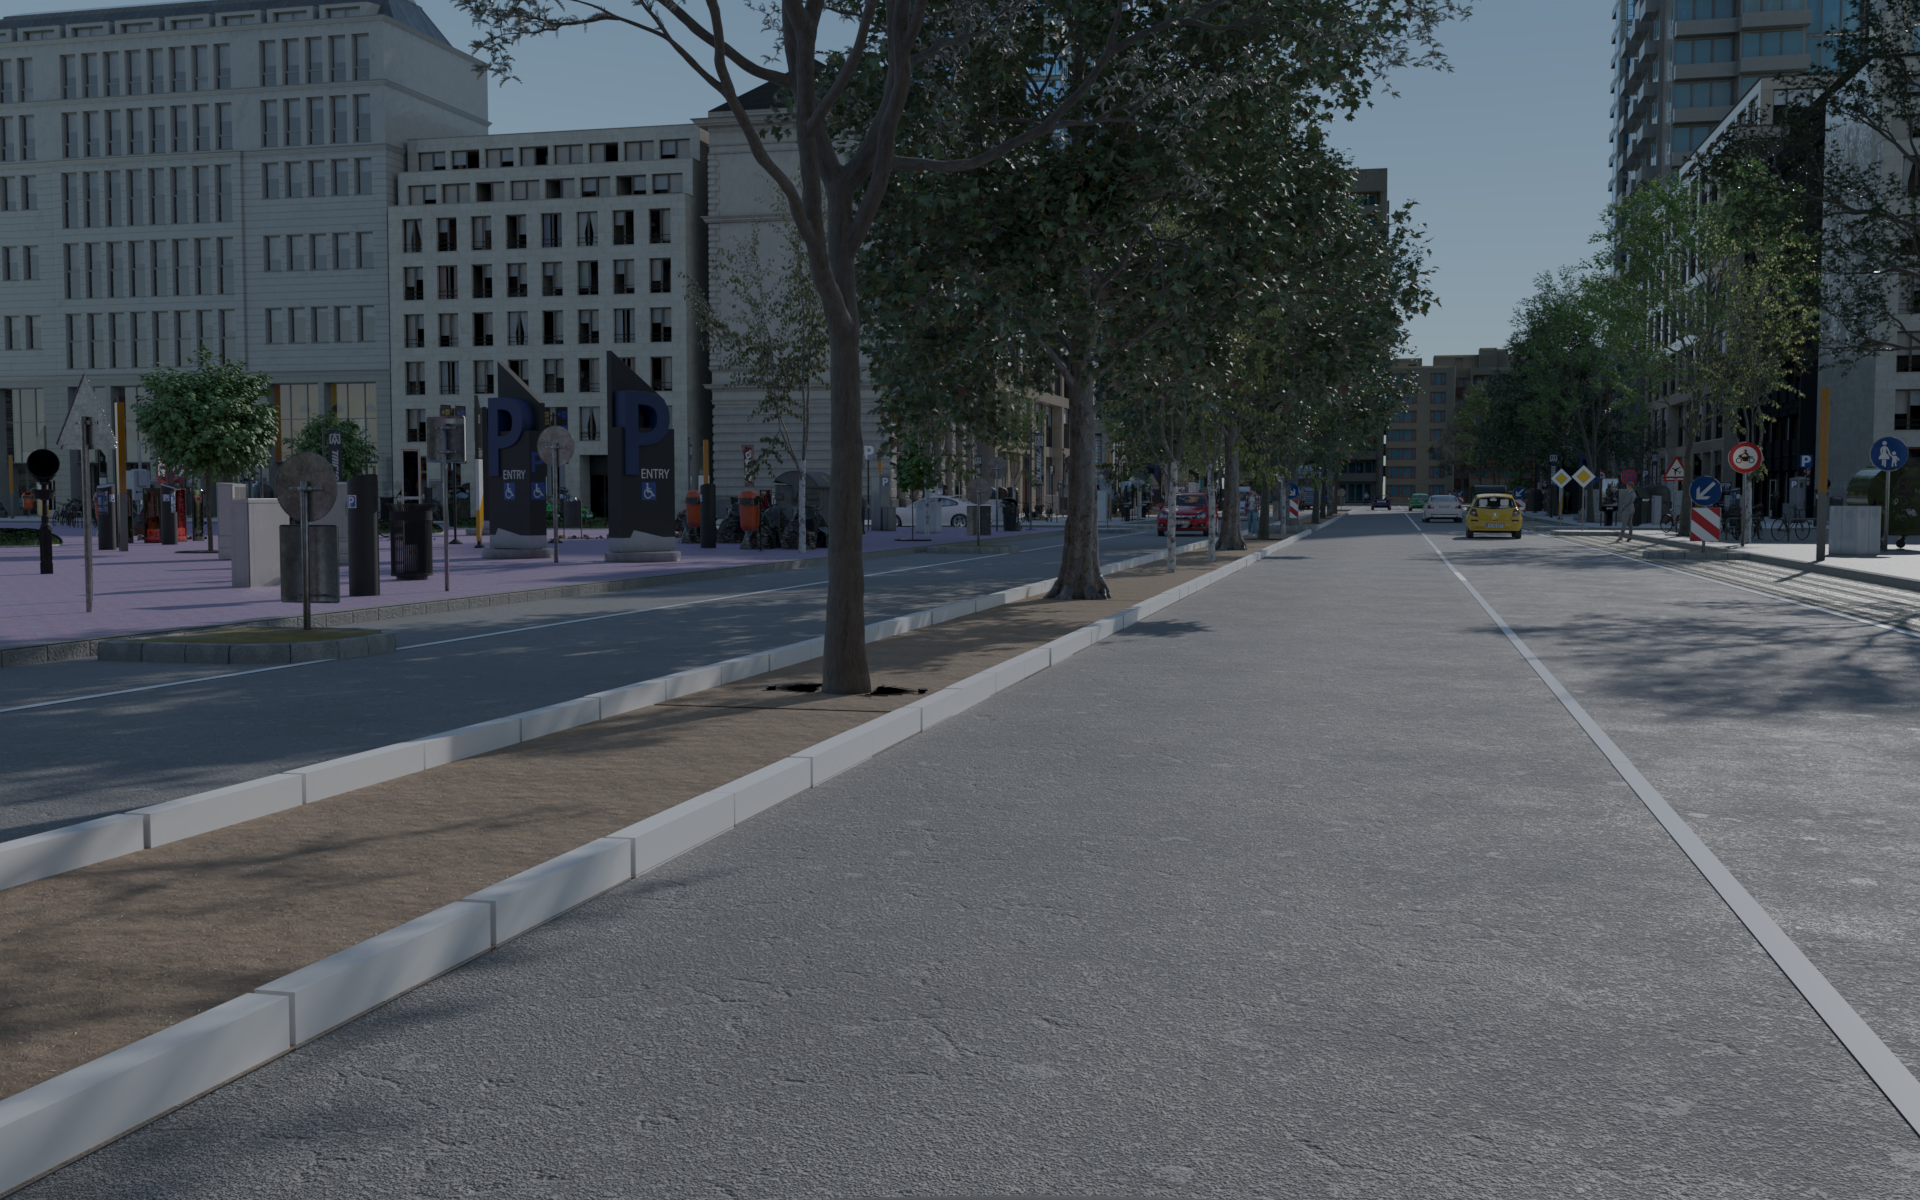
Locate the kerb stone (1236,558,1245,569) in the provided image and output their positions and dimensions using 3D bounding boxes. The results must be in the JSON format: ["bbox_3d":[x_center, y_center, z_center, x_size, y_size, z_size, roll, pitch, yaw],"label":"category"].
[{"bbox_3d":[5.251,-0.651,32.839,0.120,0.150,1.000,1,4,14],"label":"kerb stone"}]

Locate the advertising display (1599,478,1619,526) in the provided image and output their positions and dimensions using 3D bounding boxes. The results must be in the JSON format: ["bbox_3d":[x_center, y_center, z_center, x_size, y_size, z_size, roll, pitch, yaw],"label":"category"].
[{"bbox_3d":[25.895,-3.908,69.116,0.974,1.923,0.123,-2,4,-28],"label":"advertising display"}]

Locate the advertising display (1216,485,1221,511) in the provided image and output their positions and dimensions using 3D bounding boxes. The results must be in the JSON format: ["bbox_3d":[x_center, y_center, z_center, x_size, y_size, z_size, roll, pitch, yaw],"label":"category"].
[{"bbox_3d":[19.149,-7.528,128.299,0.123,1.923,0.974,-1,4,-10],"label":"advertising display"}]

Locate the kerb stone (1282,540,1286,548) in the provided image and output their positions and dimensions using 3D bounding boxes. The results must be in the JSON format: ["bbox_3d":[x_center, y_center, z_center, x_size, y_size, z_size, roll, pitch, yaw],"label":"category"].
[{"bbox_3d":[8.453,-1.442,45.778,0.120,0.150,1.000,1,4,14],"label":"kerb stone"}]

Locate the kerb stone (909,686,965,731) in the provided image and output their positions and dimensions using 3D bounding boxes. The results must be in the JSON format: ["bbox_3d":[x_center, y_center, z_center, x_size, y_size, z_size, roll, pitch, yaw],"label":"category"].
[{"bbox_3d":[-0.164,0.692,10.942,0.120,0.150,1.000,1,4,14],"label":"kerb stone"}]

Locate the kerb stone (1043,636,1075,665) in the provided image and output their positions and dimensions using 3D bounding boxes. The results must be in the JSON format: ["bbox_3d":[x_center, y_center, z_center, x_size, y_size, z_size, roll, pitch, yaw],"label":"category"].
[{"bbox_3d":[0.824,0.445,14.929,0.120,0.150,1.000,1,4,14],"label":"kerb stone"}]

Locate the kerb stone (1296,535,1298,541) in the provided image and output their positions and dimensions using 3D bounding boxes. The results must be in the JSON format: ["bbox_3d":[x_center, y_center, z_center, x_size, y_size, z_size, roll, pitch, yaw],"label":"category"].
[{"bbox_3d":[9.931,-1.807,51.758,0.120,0.150,1.000,1,4,14],"label":"kerb stone"}]

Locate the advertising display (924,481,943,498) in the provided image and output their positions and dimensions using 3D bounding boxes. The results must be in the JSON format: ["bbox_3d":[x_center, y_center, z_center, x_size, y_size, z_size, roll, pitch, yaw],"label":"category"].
[{"bbox_3d":[-1.244,-4.669,81.558,0.974,1.923,0.123,-2,4,-25],"label":"advertising display"}]

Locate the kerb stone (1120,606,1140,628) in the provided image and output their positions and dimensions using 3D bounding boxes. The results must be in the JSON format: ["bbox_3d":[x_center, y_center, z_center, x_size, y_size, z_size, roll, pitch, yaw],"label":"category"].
[{"bbox_3d":[1.805,0.201,18.908,0.120,0.150,1.000,1,4,14],"label":"kerb stone"}]

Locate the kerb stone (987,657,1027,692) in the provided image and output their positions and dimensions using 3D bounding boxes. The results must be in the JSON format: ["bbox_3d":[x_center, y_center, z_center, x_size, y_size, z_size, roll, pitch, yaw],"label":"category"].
[{"bbox_3d":[0.321,0.567,12.930,0.120,0.150,1.000,1,4,14],"label":"kerb stone"}]

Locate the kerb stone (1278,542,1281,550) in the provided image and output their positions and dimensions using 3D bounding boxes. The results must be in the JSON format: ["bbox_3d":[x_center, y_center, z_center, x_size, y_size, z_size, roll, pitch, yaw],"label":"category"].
[{"bbox_3d":[7.952,-1.321,43.788,0.120,0.150,1.000,1,4,14],"label":"kerb stone"}]

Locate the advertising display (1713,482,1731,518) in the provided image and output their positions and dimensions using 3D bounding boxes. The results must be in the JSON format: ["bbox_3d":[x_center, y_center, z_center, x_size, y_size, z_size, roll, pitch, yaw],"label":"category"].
[{"bbox_3d":[41.479,-5.448,94.288,0.974,1.923,0.123,0,4,-5],"label":"advertising display"}]

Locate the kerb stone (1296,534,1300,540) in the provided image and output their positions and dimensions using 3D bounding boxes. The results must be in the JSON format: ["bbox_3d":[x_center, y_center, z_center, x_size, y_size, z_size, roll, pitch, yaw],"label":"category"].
[{"bbox_3d":[10.177,-1.868,52.750,0.120,0.150,1.000,1,4,14],"label":"kerb stone"}]

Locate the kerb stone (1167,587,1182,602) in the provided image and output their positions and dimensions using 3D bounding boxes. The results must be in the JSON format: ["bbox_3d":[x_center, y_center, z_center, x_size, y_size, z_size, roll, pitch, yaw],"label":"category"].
[{"bbox_3d":[2.782,-0.043,22.894,0.120,0.150,1.000,1,4,14],"label":"kerb stone"}]

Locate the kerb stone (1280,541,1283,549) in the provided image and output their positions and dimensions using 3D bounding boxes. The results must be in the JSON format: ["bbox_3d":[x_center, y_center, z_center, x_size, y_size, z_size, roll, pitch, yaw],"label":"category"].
[{"bbox_3d":[8.208,-1.376,44.786,0.120,0.150,1.000,1,4,14],"label":"kerb stone"}]

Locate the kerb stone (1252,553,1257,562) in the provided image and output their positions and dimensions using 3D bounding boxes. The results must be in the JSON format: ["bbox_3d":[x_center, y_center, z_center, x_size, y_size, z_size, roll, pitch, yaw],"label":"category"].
[{"bbox_3d":[5.992,-0.831,35.821,0.120,0.150,1.000,1,4,14],"label":"kerb stone"}]

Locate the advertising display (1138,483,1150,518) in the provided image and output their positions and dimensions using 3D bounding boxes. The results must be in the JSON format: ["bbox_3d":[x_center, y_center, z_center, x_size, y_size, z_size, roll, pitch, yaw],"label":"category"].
[{"bbox_3d":[9.835,-5.370,93.019,0.974,1.923,0.123,-3,4,-38],"label":"advertising display"}]

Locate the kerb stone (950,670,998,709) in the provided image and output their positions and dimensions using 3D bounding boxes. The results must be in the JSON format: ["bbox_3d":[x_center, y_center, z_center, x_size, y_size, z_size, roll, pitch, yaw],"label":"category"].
[{"bbox_3d":[0.077,0.628,11.935,0.120,0.150,1.000,1,4,14],"label":"kerb stone"}]

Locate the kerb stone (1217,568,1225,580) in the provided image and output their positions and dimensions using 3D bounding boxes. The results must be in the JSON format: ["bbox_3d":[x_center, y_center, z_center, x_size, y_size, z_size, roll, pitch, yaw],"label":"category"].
[{"bbox_3d":[4.267,-0.398,28.860,0.120,0.150,1.000,1,4,14],"label":"kerb stone"}]

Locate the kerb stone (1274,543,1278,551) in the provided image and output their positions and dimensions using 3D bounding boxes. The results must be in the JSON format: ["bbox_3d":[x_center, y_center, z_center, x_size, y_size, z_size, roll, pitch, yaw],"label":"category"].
[{"bbox_3d":[7.712,-1.258,42.795,0.120,0.150,1.000,1,4,14],"label":"kerb stone"}]

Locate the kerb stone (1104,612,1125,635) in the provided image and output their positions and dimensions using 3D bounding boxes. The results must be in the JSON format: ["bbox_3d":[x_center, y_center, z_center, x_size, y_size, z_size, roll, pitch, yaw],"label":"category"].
[{"bbox_3d":[1.552,0.264,17.918,0.120,0.150,1.000,1,4,14],"label":"kerb stone"}]

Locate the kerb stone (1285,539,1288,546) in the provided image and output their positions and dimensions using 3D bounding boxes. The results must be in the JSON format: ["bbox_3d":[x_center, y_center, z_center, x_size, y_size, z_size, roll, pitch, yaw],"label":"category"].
[{"bbox_3d":[8.703,-1.503,46.771,0.120,0.150,1.000,1,4,14],"label":"kerb stone"}]

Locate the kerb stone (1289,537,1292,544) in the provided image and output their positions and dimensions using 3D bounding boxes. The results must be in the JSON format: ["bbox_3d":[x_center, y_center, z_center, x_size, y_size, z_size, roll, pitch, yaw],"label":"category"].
[{"bbox_3d":[9.197,-1.621,48.760,0.120,0.150,1.000,1,4,14],"label":"kerb stone"}]

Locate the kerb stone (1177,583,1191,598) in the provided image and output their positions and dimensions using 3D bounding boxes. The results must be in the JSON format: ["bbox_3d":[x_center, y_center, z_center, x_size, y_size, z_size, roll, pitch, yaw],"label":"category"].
[{"bbox_3d":[3.033,-0.104,23.889,0.120,0.150,1.000,1,4,14],"label":"kerb stone"}]

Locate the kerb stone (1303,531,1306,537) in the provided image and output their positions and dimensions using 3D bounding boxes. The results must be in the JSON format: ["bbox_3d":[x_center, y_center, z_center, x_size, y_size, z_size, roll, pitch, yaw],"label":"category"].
[{"bbox_3d":[11.159,-2.110,56.738,0.120,0.150,1.000,1,4,14],"label":"kerb stone"}]

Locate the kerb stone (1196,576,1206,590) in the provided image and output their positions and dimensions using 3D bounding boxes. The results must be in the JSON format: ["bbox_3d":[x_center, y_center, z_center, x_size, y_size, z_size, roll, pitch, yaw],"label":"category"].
[{"bbox_3d":[3.530,-0.225,25.872,0.120,0.150,1.000,1,4,14],"label":"kerb stone"}]

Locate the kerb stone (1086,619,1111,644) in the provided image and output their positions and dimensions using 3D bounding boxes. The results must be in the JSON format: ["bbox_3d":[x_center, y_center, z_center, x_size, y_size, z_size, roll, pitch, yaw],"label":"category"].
[{"bbox_3d":[1.311,0.324,16.919,0.120,0.150,1.000,1,4,14],"label":"kerb stone"}]

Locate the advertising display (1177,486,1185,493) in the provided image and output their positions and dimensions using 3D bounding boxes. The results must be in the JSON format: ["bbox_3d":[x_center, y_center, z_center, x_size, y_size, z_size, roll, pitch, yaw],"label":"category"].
[{"bbox_3d":[18.449,-8.553,145.048,0.974,1.923,0.123,2,4,24],"label":"advertising display"}]

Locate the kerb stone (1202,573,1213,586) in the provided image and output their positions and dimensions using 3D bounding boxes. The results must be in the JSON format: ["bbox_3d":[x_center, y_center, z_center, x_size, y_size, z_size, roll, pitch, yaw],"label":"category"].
[{"bbox_3d":[3.773,-0.286,26.867,0.120,0.150,1.000,1,4,14],"label":"kerb stone"}]

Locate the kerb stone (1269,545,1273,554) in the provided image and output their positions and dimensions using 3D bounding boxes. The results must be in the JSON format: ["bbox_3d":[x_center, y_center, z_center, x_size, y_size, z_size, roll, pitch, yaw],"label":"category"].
[{"bbox_3d":[7.227,-1.138,40.800,0.120,0.150,1.000,1,4,14],"label":"kerb stone"}]

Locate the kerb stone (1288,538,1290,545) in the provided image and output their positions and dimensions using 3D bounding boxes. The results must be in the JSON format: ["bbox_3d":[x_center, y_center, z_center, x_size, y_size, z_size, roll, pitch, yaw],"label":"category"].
[{"bbox_3d":[8.951,-1.564,47.768,0.120,0.150,1.000,1,4,14],"label":"kerb stone"}]

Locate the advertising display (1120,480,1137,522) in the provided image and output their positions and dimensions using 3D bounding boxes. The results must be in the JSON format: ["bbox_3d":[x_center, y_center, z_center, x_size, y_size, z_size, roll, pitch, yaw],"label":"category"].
[{"bbox_3d":[7.809,-4.630,80.909,0.123,1.923,0.974,-2,4,-28],"label":"advertising display"}]

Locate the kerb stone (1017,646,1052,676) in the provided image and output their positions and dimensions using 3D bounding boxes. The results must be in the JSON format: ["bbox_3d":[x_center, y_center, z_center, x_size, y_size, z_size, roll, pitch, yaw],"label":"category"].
[{"bbox_3d":[0.564,0.508,13.928,0.120,0.150,1.000,1,4,14],"label":"kerb stone"}]

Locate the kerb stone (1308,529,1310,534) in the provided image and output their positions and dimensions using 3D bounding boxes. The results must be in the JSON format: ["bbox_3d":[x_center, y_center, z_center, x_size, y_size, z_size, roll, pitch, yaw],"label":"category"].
[{"bbox_3d":[11.900,-2.291,59.713,0.120,0.150,1.000,1,4,14],"label":"kerb stone"}]

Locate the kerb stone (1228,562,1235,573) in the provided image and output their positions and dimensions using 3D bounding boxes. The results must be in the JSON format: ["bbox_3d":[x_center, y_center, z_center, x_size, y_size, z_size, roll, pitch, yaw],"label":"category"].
[{"bbox_3d":[4.753,-0.529,30.845,0.120,0.150,1.000,1,4,14],"label":"kerb stone"}]

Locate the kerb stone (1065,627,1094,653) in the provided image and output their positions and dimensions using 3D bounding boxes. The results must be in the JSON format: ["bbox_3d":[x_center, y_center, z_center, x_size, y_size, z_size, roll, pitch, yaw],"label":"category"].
[{"bbox_3d":[1.064,0.385,15.927,0.120,0.150,1.000,1,4,14],"label":"kerb stone"}]

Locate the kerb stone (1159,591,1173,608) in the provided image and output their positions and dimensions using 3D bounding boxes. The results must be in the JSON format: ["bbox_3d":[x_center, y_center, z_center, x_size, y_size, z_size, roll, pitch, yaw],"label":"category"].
[{"bbox_3d":[2.536,0.024,21.896,0.120,0.150,1.000,1,4,14],"label":"kerb stone"}]

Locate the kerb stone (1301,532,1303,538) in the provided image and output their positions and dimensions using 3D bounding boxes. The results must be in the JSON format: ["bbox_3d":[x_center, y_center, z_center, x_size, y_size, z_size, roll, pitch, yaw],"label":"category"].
[{"bbox_3d":[10.672,-1.991,54.747,0.120,0.150,1.000,1,4,14],"label":"kerb stone"}]

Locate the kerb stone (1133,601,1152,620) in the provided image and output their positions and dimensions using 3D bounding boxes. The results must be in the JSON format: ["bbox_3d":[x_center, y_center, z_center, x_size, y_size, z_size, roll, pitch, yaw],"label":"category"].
[{"bbox_3d":[2.046,0.142,19.901,0.120,0.150,1.000,1,4,14],"label":"kerb stone"}]

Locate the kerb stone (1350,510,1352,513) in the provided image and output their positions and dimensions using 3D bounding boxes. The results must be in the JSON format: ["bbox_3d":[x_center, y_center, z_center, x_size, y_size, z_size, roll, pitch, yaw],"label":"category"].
[{"bbox_3d":[27.312,-6.100,121.924,0.120,0.150,1.000,1,4,14],"label":"kerb stone"}]

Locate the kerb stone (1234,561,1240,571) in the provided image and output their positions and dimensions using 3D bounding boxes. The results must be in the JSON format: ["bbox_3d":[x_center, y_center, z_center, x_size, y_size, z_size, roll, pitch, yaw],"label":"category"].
[{"bbox_3d":[5.000,-0.584,31.837,0.120,0.150,1.000,1,4,14],"label":"kerb stone"}]

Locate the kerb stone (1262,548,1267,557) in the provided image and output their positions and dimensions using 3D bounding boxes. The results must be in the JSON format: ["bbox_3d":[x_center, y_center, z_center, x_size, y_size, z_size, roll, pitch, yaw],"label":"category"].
[{"bbox_3d":[6.728,-1.016,38.815,0.120,0.150,1.000,1,4,14],"label":"kerb stone"}]

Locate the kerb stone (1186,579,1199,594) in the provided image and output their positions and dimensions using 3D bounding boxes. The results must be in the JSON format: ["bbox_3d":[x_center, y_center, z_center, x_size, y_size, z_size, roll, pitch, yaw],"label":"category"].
[{"bbox_3d":[3.281,-0.164,24.880,0.120,0.150,1.000,1,4,14],"label":"kerb stone"}]

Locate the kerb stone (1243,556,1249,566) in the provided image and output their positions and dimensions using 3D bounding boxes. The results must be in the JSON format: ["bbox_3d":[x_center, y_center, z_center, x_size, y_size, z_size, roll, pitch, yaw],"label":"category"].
[{"bbox_3d":[5.491,-0.710,33.833,0.120,0.150,1.000,1,4,14],"label":"kerb stone"}]

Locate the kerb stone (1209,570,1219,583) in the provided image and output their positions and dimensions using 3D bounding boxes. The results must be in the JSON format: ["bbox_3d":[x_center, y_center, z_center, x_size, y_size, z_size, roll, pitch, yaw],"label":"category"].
[{"bbox_3d":[4.023,-0.347,27.867,0.120,0.150,1.000,1,4,14],"label":"kerb stone"}]

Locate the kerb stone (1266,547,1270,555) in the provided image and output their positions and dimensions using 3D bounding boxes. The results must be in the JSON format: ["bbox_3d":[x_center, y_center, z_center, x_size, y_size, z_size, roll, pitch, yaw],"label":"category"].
[{"bbox_3d":[6.980,-1.077,39.809,0.120,0.150,1.000,1,4,14],"label":"kerb stone"}]

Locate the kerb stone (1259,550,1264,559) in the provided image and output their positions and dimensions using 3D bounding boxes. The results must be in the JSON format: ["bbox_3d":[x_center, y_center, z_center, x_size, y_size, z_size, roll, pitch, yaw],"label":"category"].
[{"bbox_3d":[6.483,-0.950,37.807,0.120,0.150,1.000,1,4,14],"label":"kerb stone"}]

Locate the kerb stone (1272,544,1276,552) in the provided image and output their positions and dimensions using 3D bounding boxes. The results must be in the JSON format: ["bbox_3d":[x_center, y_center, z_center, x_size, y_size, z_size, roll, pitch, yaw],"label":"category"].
[{"bbox_3d":[7.461,-1.198,41.795,0.120,0.150,1.000,1,4,14],"label":"kerb stone"}]

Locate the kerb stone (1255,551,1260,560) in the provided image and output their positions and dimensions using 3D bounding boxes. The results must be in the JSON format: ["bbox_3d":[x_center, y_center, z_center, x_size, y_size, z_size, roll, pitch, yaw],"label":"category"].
[{"bbox_3d":[6.232,-0.894,36.815,0.120,0.150,1.000,1,4,14],"label":"kerb stone"}]

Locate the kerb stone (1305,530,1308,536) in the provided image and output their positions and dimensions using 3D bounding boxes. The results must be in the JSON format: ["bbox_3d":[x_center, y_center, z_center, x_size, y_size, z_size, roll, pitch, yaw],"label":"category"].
[{"bbox_3d":[11.414,-2.173,57.727,0.120,0.150,1.000,1,4,14],"label":"kerb stone"}]

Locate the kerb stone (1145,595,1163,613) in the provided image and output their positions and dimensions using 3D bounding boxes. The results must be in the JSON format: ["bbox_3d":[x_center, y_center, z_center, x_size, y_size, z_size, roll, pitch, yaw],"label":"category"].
[{"bbox_3d":[2.293,0.080,20.900,0.120,0.150,1.000,1,4,14],"label":"kerb stone"}]

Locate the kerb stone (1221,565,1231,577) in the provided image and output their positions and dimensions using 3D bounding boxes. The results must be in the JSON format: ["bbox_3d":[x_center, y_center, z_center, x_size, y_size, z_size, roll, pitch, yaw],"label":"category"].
[{"bbox_3d":[4.515,-0.464,29.851,0.120,0.150,1.000,1,4,14],"label":"kerb stone"}]

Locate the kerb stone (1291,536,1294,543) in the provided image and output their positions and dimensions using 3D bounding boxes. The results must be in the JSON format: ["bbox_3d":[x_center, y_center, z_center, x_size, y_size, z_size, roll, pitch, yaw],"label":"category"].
[{"bbox_3d":[9.444,-1.678,49.752,0.120,0.150,1.000,1,4,14],"label":"kerb stone"}]

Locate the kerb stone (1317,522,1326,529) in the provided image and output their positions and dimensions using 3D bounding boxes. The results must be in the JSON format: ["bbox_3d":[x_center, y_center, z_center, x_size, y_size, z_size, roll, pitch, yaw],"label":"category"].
[{"bbox_3d":[15.479,-3.178,74.154,0.120,0.150,1.000,1,4,14],"label":"kerb stone"}]

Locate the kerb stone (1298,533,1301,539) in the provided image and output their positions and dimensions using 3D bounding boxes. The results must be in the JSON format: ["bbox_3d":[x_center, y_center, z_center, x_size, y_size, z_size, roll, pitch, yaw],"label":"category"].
[{"bbox_3d":[10.427,-1.928,53.744,0.120,0.150,1.000,1,4,14],"label":"kerb stone"}]

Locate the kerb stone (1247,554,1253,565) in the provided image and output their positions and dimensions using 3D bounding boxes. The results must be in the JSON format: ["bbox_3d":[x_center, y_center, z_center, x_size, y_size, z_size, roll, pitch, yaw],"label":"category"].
[{"bbox_3d":[5.749,-0.772,34.825,0.120,0.150,1.000,1,4,14],"label":"kerb stone"}]

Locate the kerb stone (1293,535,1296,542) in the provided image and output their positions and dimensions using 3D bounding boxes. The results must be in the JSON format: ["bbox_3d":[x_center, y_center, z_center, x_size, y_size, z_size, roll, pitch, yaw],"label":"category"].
[{"bbox_3d":[9.687,-1.747,50.754,0.120,0.150,1.000,1,4,14],"label":"kerb stone"}]
